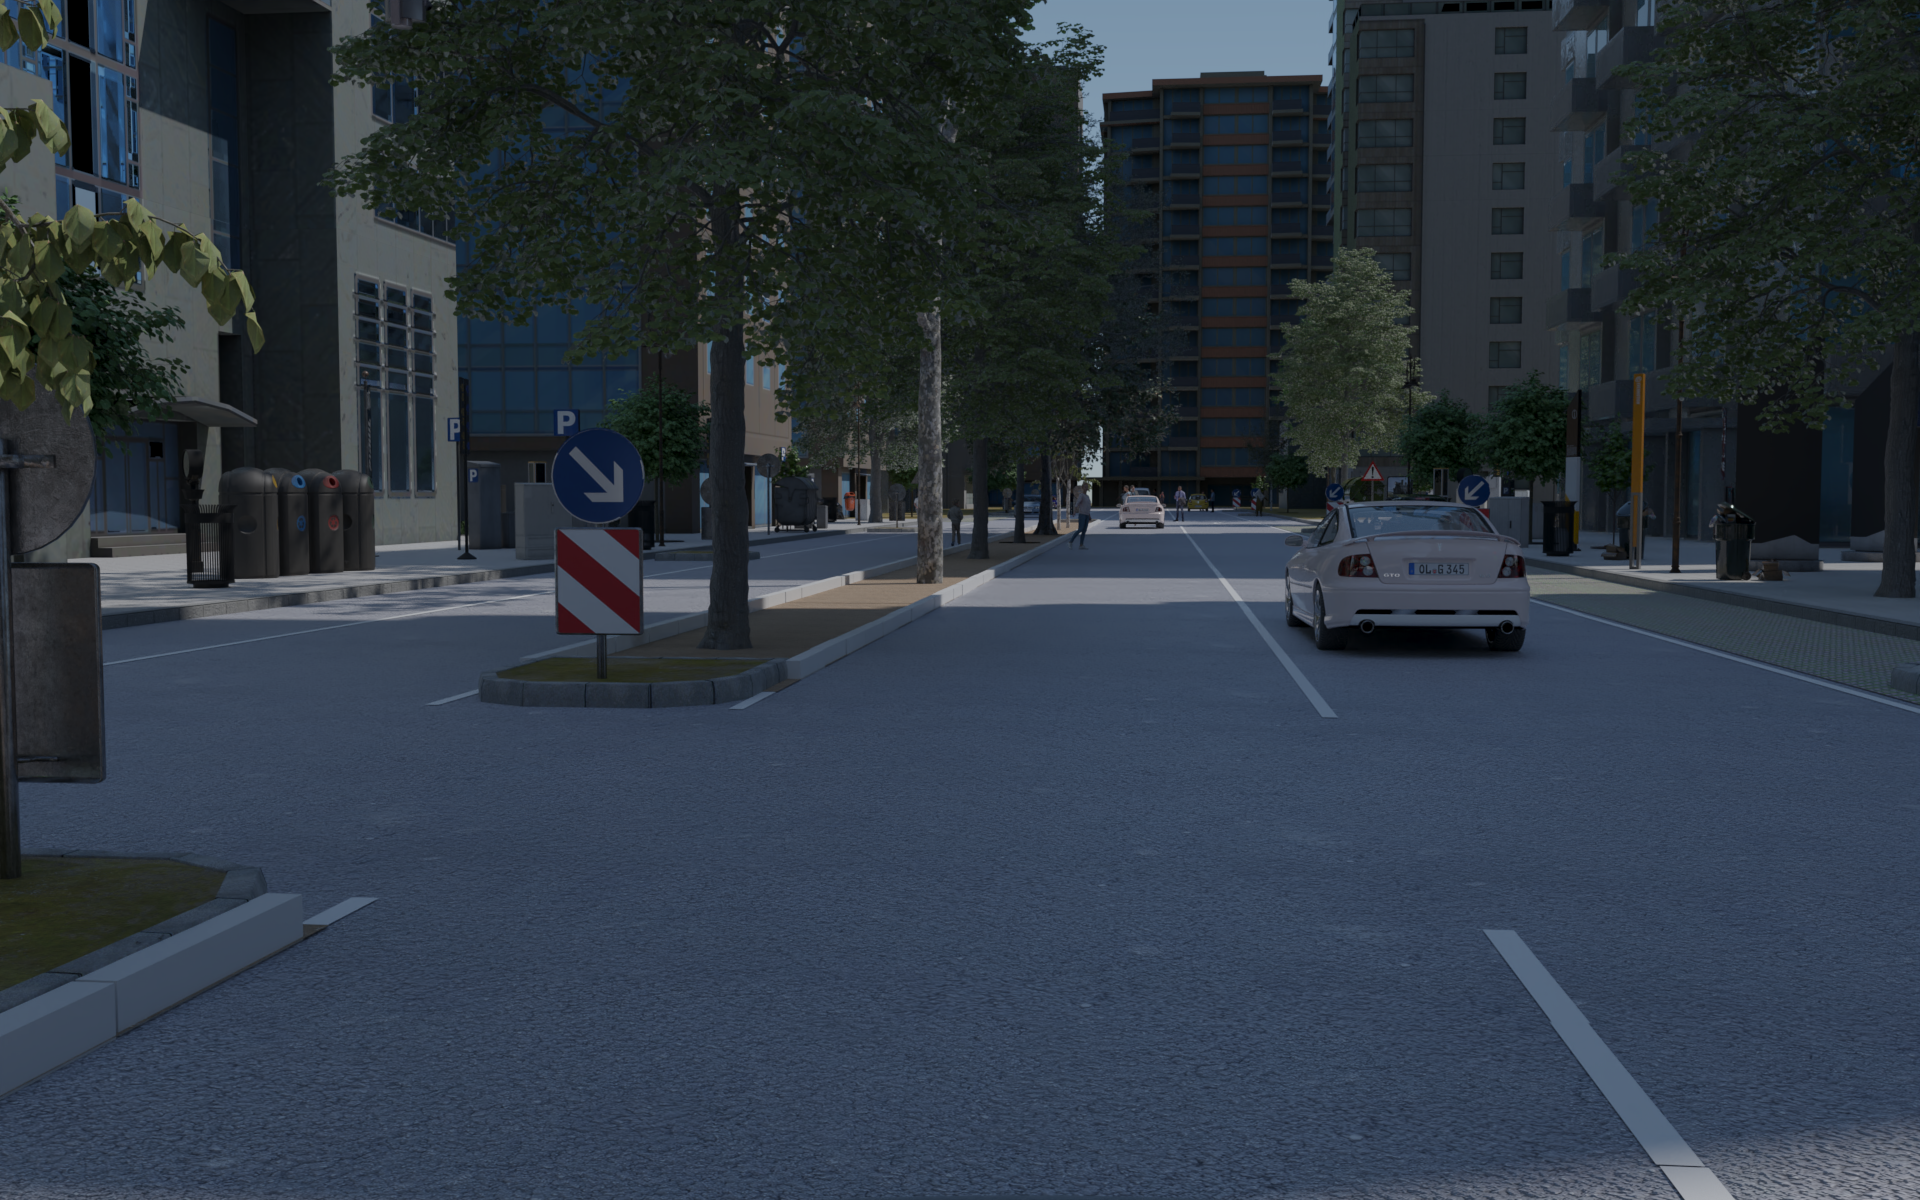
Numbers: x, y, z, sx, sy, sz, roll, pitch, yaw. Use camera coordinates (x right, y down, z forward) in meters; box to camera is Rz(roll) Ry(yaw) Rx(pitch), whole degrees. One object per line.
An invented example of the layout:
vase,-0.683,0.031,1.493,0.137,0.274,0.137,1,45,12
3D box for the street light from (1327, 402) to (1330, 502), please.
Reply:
street light,18.202,-6.900,85.605,0.468,5.910,1.993,0,4,6

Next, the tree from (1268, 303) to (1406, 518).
tree,20.133,-10.214,92.762,9.928,11.665,9.643,0,3,0

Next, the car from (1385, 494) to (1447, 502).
car,10.961,-1.970,41.999,2.009,1.686,4.222,0,4,7

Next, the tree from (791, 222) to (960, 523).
tree,-3.699,-10.465,77.756,9.857,13.997,8.962,0,3,0

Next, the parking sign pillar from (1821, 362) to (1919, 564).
parking sign pillar,17.637,-2.723,32.986,1.447,3.967,1.447,-1,4,-11

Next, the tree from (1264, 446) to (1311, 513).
tree,22.245,-8.175,117.374,4.285,4.588,4.351,0,3,0

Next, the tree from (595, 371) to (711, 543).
tree,-8.026,-3.826,46.271,4.285,4.588,4.351,0,3,0

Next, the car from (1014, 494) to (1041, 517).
car,4.335,-5.740,105.846,2.014,1.417,4.499,0,4,8

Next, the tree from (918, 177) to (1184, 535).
tree,3.018,-8.622,60.429,9.611,12.733,9.660,0,3,0

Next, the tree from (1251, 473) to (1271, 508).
tree,27.552,-10.102,159.775,1.663,3.219,1.824,0,3,0

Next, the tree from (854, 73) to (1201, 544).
tree,1.742,-8.365,49.588,12.009,13.543,11.850,0,3,0

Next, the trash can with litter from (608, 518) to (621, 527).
trash can with litter,-7.946,-1.656,38.463,0.624,1.170,1.055,-2,4,-33

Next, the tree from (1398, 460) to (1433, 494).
tree,18.096,-4.518,68.476,1.663,3.219,1.824,0,3,0

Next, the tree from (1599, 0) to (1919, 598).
tree,12.050,-6.292,21.006,7.486,12.596,7.792,0,3,0

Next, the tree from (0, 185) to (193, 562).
tree,-10.228,-2.132,18.579,4.285,4.588,4.351,0,3,0

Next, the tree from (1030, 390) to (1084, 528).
tree,4.550,-7.338,72.798,4.360,8.622,3.978,0,3,0

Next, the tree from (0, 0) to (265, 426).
tree,-3.044,-3.104,3.574,4.737,8.622,4.395,0,3,0

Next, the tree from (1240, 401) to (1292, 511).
tree,23.585,-11.130,132.329,4.360,8.622,3.978,0,3,0

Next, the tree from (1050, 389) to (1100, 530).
tree,3.931,-7.057,68.199,4.737,8.622,4.395,0,3,0

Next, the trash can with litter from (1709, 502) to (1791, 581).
trash can with litter,11.785,-0.884,25.846,1.055,1.170,0.624,1,4,10

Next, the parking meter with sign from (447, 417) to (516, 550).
parking meter with sign,-11.010,-2.686,40.176,0.543,3.016,1.738,2,4,31

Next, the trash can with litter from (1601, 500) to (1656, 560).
trash can with litter,13.028,-1.371,33.797,1.055,1.170,0.624,-3,4,-37

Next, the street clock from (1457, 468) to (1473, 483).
street clock,14.011,-2.662,48.095,0.471,2.002,0.358,-3,4,-38

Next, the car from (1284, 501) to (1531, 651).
car,4.330,-0.297,17.226,2.083,1.381,4.827,0,4,5

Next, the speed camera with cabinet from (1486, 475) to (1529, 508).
speed camera with cabinet,26.584,-5.483,83.983,2.038,3.252,0.660,2,4,34

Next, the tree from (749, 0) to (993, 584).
tree,-1.593,-10.376,27.998,12.611,20.169,13.585,0,3,0

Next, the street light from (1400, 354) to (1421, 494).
street light,14.848,-5.164,57.218,0.468,5.910,1.993,0,4,6

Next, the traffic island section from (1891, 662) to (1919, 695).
traffic island section,7.735,0.644,11.756,2.009,0.180,2.903,0,4,6

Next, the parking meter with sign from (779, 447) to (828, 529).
parking meter with sign,-5.779,-4.156,64.210,1.738,3.016,0.543,1,4,11

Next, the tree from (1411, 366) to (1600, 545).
tree,14.750,-3.713,44.416,4.285,4.588,4.351,0,3,0

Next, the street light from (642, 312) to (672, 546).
street light,-7.315,-4.253,42.326,0.468,5.910,1.993,0,4,6

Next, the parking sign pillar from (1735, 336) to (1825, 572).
parking sign pillar,13.732,-2.481,29.043,1.447,3.967,1.447,2,4,26

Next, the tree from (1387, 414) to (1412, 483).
tree,14.612,-4.215,52.633,4.285,4.588,4.351,0,3,0

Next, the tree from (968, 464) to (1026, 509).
tree,2.233,-9.330,136.259,4.285,4.588,4.351,0,3,0

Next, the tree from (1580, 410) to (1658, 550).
tree,15.233,-2.789,40.208,1.663,3.219,1.824,0,3,0

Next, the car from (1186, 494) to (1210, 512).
car,19.674,-8.132,143.186,2.015,1.641,3.980,0,4,7

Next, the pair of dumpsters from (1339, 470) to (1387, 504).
pair of dumpsters,16.556,-4.208,71.289,1.574,2.255,4.437,0,4,6

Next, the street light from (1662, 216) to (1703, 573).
street light,11.644,-3.378,28.017,0.468,5.910,1.993,0,4,6

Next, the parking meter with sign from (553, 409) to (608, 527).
parking meter with sign,-7.931,-2.460,36.490,0.543,3.016,1.738,1,4,11

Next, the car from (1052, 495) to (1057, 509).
car,8.289,-9.095,161.278,1.945,1.354,3.894,0,4,6

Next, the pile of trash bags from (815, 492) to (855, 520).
pile of trash bags,-6.535,-4.710,86.764,1.912,1.369,3.447,3,5,41

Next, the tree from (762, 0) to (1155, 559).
tree,0.375,-7.194,38.203,7.486,12.596,7.792,0,3,0

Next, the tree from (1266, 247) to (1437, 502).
tree,17.893,-9.871,79.511,7.486,12.596,7.792,0,3,0

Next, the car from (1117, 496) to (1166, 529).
car,7.662,-3.719,73.161,2.083,1.381,4.827,0,4,5

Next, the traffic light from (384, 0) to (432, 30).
traffic light,-6.425,-2.360,13.253,4.771,5.953,1.251,0,4,6

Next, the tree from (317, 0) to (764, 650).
tree,-2.201,-5.840,16.073,7.486,12.596,7.792,0,3,0

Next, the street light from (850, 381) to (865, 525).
street light,-4.152,-6.008,71.025,0.468,5.910,1.993,0,4,6

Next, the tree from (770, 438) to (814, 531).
tree,-5.828,-4.023,60.379,1.663,3.219,1.824,0,3,0

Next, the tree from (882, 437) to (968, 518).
tree,-2.707,-6.807,95.013,4.285,4.588,4.351,0,3,0

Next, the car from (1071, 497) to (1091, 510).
car,10.623,-8.688,154.416,2.083,1.381,4.827,0,4,6

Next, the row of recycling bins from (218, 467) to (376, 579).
row of recycling bins,-10.609,-1.262,27.748,1.069,1.692,3.534,1,4,13
